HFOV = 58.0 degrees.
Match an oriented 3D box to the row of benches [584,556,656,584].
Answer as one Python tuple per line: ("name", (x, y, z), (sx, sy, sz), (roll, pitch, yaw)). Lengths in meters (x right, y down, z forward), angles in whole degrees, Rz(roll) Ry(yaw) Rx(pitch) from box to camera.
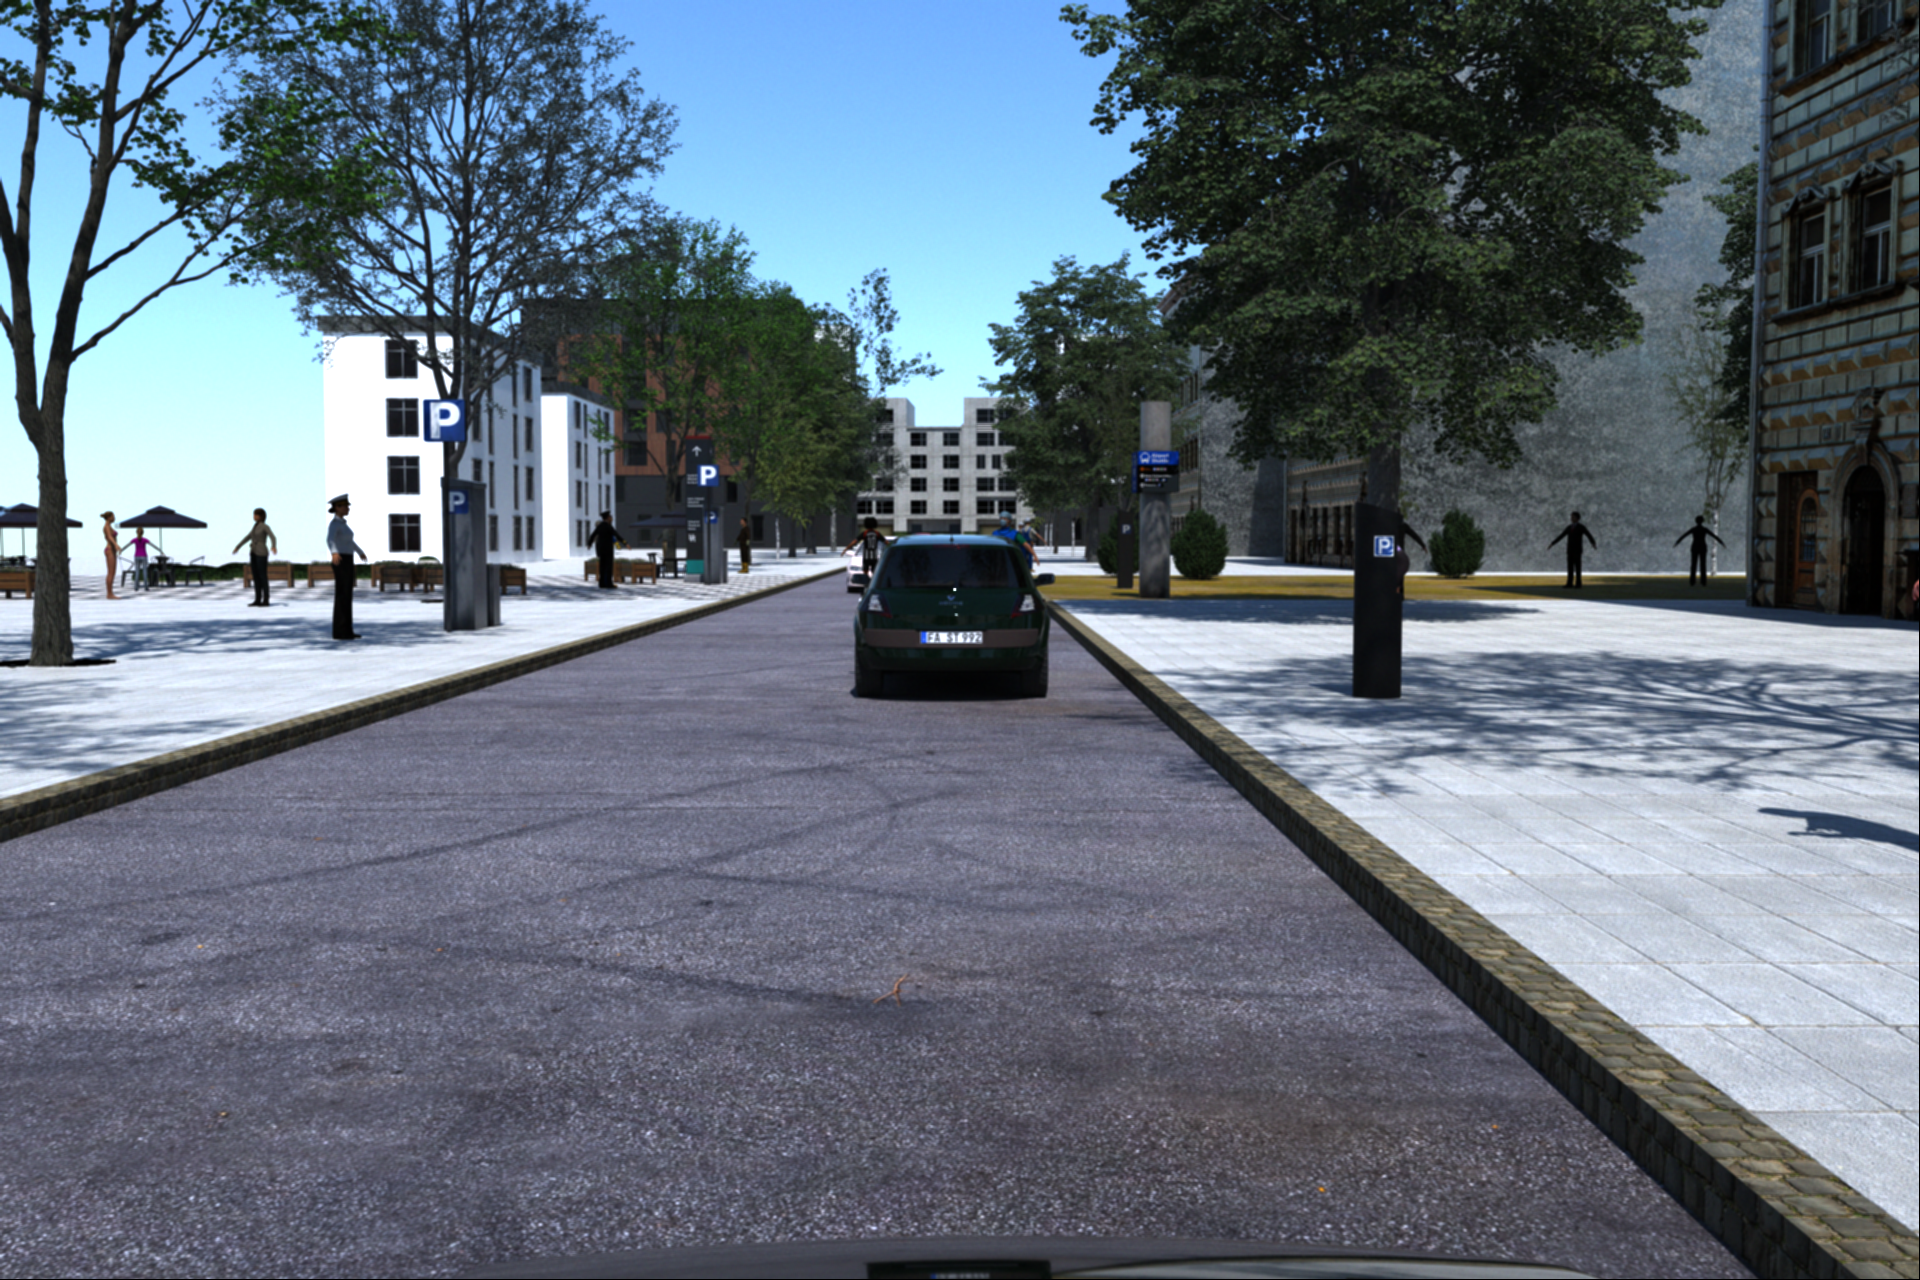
("row of benches", (-9.085, -1.867, 45.991), (1.422, 0.672, 4.104), (-2, 4, -29))

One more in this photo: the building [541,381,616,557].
("building", (-26.168, -10.217, 109.196), (9.099, 9.664, 28.070), (0, 4, -1))

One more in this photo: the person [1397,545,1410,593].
("person", (5.812, -0.884, 23.732), (0.697, 1.427, 0.421), (0, 4, -2))

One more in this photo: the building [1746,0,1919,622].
("building", (23.196, -11.622, 20.954), (19.493, 23.208, 18.063), (0, 4, 0))

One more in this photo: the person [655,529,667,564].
("person", (-11.888, -3.889, 69.849), (0.705, 1.796, 1.348), (-3, 4, -38))

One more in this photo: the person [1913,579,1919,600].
("person", (3.916, -0.010, 6.652), (0.568, 1.767, 0.683), (-1, 4, -8))

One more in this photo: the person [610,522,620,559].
("person", (-14.878, -4.114, 73.485), (0.704, 1.802, 1.346), (2, 4, 32))

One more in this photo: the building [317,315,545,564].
("building", (-23.851, -8.469, 80.623), (9.099, 9.664, 28.070), (0, 4, 0))

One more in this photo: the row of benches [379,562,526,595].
("row of benches", (-11.007, -1.358, 37.669), (4.104, 0.672, 1.422), (2, 4, 32))

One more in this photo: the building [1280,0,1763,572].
("building", (23.513, -14.402, 66.407), (19.493, 23.208, 18.063), (0, 3, 0))

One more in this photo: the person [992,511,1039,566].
("person", (0.751, -1.267, 29.302), (1.347, 1.817, 0.704), (2, 4, 26))

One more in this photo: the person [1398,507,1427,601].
("person", (8.287, -1.644, 33.057), (1.348, 1.807, 0.705), (0, 4, -4))

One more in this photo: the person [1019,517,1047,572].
("person", (2.307, -3.231, 58.681), (1.347, 1.847, 0.705), (2, 4, 28))

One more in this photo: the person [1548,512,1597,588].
("person", (14.541, -2.131, 41.033), (0.705, 1.806, 1.347), (-2, 4, -33))

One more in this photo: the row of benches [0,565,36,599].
("row of benches", (-20.172, -1.179, 34.734), (4.104, 0.672, 1.422), (1, 4, 14))

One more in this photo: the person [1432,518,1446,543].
("person", (16.003, -3.111, 57.050), (0.705, 1.806, 1.347), (-2, 4, -35))

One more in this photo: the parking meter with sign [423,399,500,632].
("parking meter with sign", (-6.649, -1.655, 23.324), (0.543, 3.016, 1.738), (0, 4, 1))

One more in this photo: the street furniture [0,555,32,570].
("street furniture", (-31.860, -2.800, 52.634), (9.812, 1.723, 11.010), (1, 4, 9))

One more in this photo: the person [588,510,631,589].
("person", (-8.281, -2.123, 40.641), (1.347, 1.837, 0.705), (2, 4, 33))

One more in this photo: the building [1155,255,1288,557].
("building", (22.703, -16.821, 105.945), (19.493, 23.208, 18.063), (0, 4, 0))

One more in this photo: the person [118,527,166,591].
("person", (-18.368, -1.810, 38.863), (0.991, 1.433, 0.599), (-1, 4, -16))

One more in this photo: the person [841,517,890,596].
("person", (-2.080, -1.923, 40.035), (1.345, 1.843, 0.704), (-1, 4, -17))

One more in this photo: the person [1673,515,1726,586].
("person", (18.313, -2.213, 42.900), (1.216, 1.740, 0.721), (2, 4, 29))

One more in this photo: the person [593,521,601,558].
("person", (-14.510, -3.869, 69.391), (0.705, 1.813, 1.348), (0, 3, 0))

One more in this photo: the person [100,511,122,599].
("person", (-16.753, -1.684, 34.339), (0.721, 1.733, 1.217), (-2, 4, -31))

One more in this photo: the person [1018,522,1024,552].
("person", (2.360, -3.861, 69.596), (0.721, 1.772, 1.216), (0, 4, -7))

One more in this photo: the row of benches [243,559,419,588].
("row of benches", (-15.237, -1.611, 41.802), (4.104, 0.672, 1.422), (-1, 4, -14))

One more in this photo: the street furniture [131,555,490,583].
("street furniture", (-18.012, -2.073, 49.516), (10.072, 0.657, 5.734), (-1, 4, -19))

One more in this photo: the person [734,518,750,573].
("person", (-7.096, -3.094, 56.725), (0.704, 1.812, 1.346), (-2, 4, -26))

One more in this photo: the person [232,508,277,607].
("person", (-12.457, -1.460, 30.637), (1.215, 1.744, 0.721), (2, 4, 34))

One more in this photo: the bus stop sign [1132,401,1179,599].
("bus stop sign", (3.902, -2.790, 34.636), (0.837, 3.901, 0.837), (0, 4, -2))

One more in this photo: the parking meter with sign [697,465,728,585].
("parking meter with sign", (-6.297, -2.944, 44.392), (0.543, 3.016, 1.738), (0, 4, 2))

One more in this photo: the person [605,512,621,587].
("person", (-8.531, -2.210, 42.104), (0.705, 1.833, 1.349), (-2, 4, -26))

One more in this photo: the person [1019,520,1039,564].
("person", (2.685, -4.000, 71.185), (1.354, 1.856, 0.705), (-3, 5, -43))

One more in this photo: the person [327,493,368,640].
("person", (-7.458, -0.898, 21.138), (0.721, 1.778, 1.216), (0, 4, -3))
